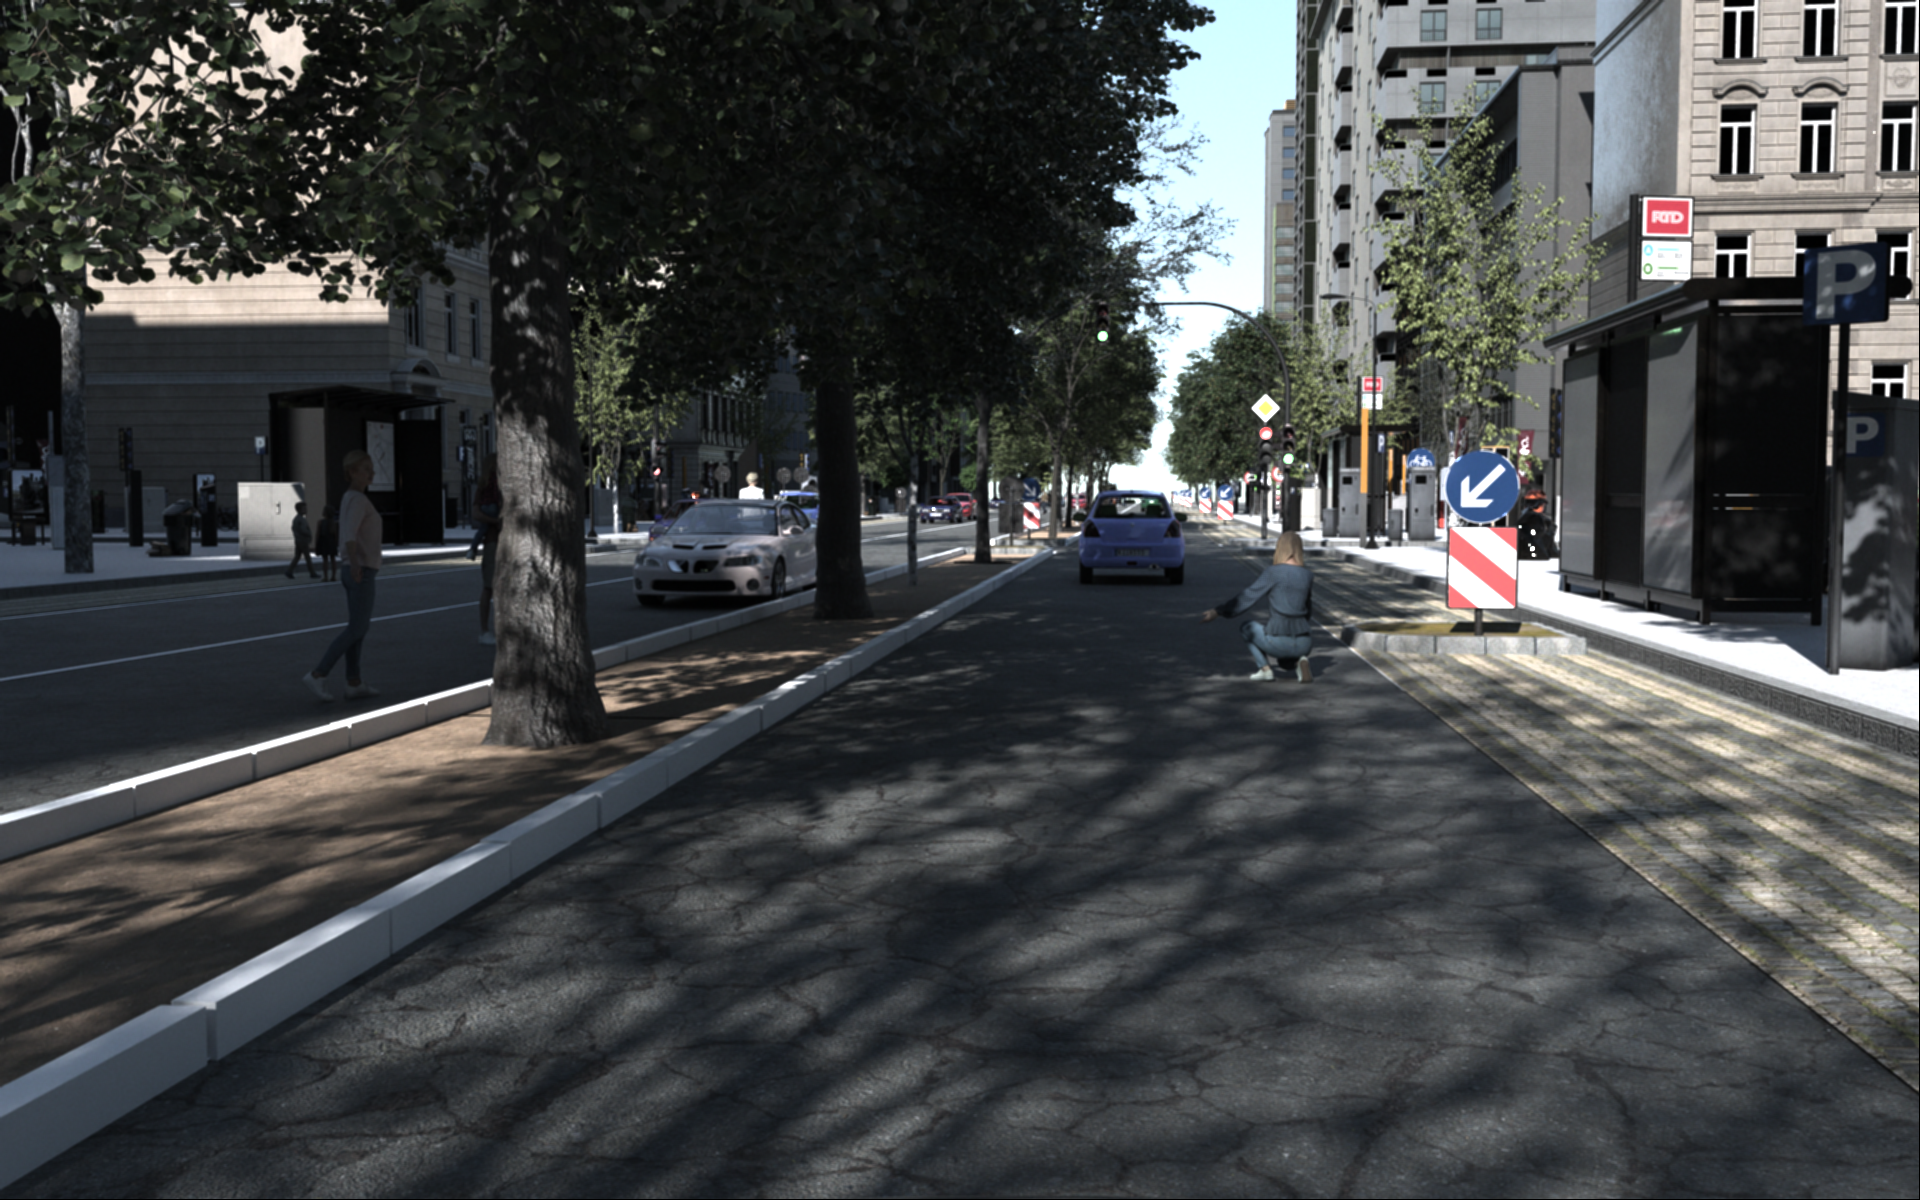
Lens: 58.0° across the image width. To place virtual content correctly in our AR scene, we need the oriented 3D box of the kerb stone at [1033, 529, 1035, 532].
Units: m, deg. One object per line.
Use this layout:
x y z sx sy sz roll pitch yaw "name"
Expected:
2.574 -2.540 63.742 0.120 0.150 1.000 0 4 6 "kerb stone"

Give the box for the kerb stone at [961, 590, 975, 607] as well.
0.049 0.004 22.189 0.120 0.150 1.000 0 4 6 "kerb stone"

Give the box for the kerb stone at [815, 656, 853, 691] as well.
-0.972 0.560 13.033 0.120 0.150 1.000 0 4 6 "kerb stone"

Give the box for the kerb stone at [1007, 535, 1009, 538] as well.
1.323 -1.856 52.546 0.120 0.150 1.000 0 4 6 "kerb stone"

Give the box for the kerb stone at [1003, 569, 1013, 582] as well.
0.731 -0.373 28.301 0.120 0.150 1.000 0 4 6 "kerb stone"

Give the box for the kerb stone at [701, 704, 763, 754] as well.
-1.322 0.748 9.963 0.120 0.150 1.000 0 4 6 "kerb stone"

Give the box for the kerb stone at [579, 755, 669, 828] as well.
-1.540 0.873 7.926 0.120 0.150 1.000 0 4 6 "kerb stone"

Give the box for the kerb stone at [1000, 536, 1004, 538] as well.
1.094 -1.729 50.514 0.120 0.150 1.000 0 4 6 "kerb stone"

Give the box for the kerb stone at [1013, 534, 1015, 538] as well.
1.556 -1.980 54.584 0.120 0.150 1.000 0 4 6 "kerb stone"

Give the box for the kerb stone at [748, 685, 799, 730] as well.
-1.198 0.686 10.986 0.120 0.150 1.000 0 4 6 "kerb stone"

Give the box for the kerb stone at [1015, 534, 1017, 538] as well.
1.662 -2.043 55.600 0.120 0.150 1.000 0 4 6 "kerb stone"

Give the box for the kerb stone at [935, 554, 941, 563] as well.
-0.560 -0.824 35.668 0.120 0.150 1.000 0 4 6 "kerb stone"

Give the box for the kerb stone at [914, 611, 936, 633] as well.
-0.404 0.249 18.123 0.120 0.150 1.000 0 4 6 "kerb stone"

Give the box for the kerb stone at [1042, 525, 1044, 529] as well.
3.147 -2.853 68.838 0.120 0.150 1.000 0 4 6 "kerb stone"

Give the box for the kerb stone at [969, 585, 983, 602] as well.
0.168 -0.062 23.211 0.120 0.150 1.000 0 4 6 "kerb stone"

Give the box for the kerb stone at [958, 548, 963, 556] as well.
-0.096 -1.074 39.752 0.120 0.150 1.000 0 4 6 "kerb stone"

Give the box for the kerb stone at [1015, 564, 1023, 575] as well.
0.954 -0.498 30.336 0.120 0.150 1.000 0 4 6 "kerb stone"

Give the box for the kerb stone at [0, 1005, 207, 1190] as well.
-2.004 1.123 3.853 0.120 0.150 1.000 0 4 6 "kerb stone"

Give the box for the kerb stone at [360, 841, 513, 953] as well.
-1.772 1.003 5.894 0.120 0.150 1.000 0 4 6 "kerb stone"

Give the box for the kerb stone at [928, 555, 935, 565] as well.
-0.670 -0.762 34.652 0.120 0.150 1.000 0 4 6 "kerb stone"

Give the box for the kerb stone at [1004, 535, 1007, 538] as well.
1.209 -1.794 51.531 0.120 0.150 1.000 0 4 6 "kerb stone"

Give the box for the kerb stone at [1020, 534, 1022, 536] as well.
1.895 -2.162 57.642 0.120 0.150 1.000 0 4 6 "kerb stone"

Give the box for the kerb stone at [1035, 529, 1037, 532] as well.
2.685 -2.603 64.762 0.120 0.150 1.000 0 4 6 "kerb stone"

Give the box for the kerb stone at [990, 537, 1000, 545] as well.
0.974 -1.670 49.493 0.120 0.150 1.000 0 4 6 "kerb stone"

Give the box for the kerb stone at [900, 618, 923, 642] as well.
-0.519 0.318 17.108 0.120 0.150 1.000 0 4 6 "kerb stone"

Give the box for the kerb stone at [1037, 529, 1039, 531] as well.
2.805 -2.666 65.777 0.120 0.150 1.000 0 4 6 "kerb stone"

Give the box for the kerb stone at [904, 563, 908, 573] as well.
-1.012 -0.574 31.579 0.120 0.150 1.000 0 4 6 "kerb stone"

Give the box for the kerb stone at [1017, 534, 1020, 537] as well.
1.780 -2.106 56.626 0.120 0.150 1.000 0 4 6 "kerb stone"

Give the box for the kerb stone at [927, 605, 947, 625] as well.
-0.295 0.187 19.140 0.120 0.150 1.000 0 4 6 "kerb stone"

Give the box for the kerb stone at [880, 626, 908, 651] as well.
-0.639 0.374 16.088 0.120 0.150 1.000 0 4 6 "kerb stone"

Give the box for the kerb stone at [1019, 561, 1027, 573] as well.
1.076 -0.560 31.351 0.120 0.150 1.000 0 4 6 "kerb stone"

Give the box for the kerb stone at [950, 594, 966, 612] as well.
-0.069 0.063 21.172 0.120 0.150 1.000 0 4 6 "kerb stone"

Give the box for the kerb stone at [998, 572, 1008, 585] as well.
0.617 -0.305 27.285 0.120 0.150 1.000 0 4 6 "kerb stone"

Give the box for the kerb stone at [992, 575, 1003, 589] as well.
0.508 -0.249 26.268 0.120 0.150 1.000 0 4 6 "kerb stone"

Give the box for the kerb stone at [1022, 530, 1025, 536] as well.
2.007 -2.223 58.659 0.120 0.150 1.000 0 4 6 "kerb stone"

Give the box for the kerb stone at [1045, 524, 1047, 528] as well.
3.373 -2.974 70.878 0.120 0.150 1.000 0 4 6 "kerb stone"

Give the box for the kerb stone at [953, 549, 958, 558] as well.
-0.213 -1.012 38.736 0.120 0.150 1.000 0 4 6 "kerb stone"

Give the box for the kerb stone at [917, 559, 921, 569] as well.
-0.903 -0.635 32.611 0.120 0.150 1.000 0 4 6 "kerb stone"

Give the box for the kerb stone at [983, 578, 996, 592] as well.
0.383 -0.186 25.244 0.120 0.150 1.000 0 4 6 "kerb stone"

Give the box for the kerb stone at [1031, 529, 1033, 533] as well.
2.461 -2.479 62.723 0.120 0.150 1.000 0 4 6 "kerb stone"

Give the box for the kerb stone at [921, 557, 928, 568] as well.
-0.790 -0.699 33.627 0.120 0.150 1.000 0 4 6 "kerb stone"

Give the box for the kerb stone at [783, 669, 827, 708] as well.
-1.092 0.623 12.008 0.120 0.150 1.000 0 4 6 "kerb stone"

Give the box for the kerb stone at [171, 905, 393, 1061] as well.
-1.882 1.059 4.877 0.120 0.150 1.000 0 4 6 "kerb stone"

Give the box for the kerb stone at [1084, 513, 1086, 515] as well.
8.837 -5.960 119.759 0.120 0.150 1.000 0 4 6 "kerb stone"

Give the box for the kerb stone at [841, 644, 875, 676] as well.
-0.853 0.498 14.048 0.120 0.150 1.000 0 4 6 "kerb stone"

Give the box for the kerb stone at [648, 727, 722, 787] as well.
-1.428 0.810 8.947 0.120 0.150 1.000 0 4 6 "kerb stone"

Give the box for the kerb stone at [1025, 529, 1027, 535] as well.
2.127 -2.291 59.674 0.120 0.150 1.000 0 4 6 "kerb stone"

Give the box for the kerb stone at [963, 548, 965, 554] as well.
0.012 -1.136 40.769 0.120 0.150 1.000 0 4 6 "kerb stone"

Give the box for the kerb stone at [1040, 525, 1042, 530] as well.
3.033 -2.788 67.814 0.120 0.150 1.000 0 4 6 "kerb stone"

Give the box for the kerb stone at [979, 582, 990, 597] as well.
0.277 -0.118 24.228 0.120 0.150 1.000 0 4 6 "kerb stone"

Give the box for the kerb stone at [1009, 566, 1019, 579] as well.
0.852 -0.436 29.316 0.120 0.150 1.000 0 4 6 "kerb stone"

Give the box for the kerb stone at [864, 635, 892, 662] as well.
-0.750 0.440 15.071 0.120 0.150 1.000 0 4 6 "kerb stone"

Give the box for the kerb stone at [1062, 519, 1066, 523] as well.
5.529 -4.157 90.215 0.120 0.150 1.000 0 4 6 "kerb stone"

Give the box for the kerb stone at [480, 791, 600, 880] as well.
-1.664 0.935 6.910 0.120 0.150 1.000 0 4 6 "kerb stone"

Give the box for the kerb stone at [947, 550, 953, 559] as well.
-0.331 -0.943 37.705 0.120 0.150 1.000 0 4 6 "kerb stone"

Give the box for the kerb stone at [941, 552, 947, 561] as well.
-0.442 -0.885 36.688 0.120 0.150 1.000 0 4 6 "kerb stone"

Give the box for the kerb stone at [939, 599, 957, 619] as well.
-0.178 0.125 20.155 0.120 0.150 1.000 0 4 6 "kerb stone"

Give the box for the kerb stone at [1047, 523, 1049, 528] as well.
3.485 -3.040 71.894 0.120 0.150 1.000 0 4 6 "kerb stone"
